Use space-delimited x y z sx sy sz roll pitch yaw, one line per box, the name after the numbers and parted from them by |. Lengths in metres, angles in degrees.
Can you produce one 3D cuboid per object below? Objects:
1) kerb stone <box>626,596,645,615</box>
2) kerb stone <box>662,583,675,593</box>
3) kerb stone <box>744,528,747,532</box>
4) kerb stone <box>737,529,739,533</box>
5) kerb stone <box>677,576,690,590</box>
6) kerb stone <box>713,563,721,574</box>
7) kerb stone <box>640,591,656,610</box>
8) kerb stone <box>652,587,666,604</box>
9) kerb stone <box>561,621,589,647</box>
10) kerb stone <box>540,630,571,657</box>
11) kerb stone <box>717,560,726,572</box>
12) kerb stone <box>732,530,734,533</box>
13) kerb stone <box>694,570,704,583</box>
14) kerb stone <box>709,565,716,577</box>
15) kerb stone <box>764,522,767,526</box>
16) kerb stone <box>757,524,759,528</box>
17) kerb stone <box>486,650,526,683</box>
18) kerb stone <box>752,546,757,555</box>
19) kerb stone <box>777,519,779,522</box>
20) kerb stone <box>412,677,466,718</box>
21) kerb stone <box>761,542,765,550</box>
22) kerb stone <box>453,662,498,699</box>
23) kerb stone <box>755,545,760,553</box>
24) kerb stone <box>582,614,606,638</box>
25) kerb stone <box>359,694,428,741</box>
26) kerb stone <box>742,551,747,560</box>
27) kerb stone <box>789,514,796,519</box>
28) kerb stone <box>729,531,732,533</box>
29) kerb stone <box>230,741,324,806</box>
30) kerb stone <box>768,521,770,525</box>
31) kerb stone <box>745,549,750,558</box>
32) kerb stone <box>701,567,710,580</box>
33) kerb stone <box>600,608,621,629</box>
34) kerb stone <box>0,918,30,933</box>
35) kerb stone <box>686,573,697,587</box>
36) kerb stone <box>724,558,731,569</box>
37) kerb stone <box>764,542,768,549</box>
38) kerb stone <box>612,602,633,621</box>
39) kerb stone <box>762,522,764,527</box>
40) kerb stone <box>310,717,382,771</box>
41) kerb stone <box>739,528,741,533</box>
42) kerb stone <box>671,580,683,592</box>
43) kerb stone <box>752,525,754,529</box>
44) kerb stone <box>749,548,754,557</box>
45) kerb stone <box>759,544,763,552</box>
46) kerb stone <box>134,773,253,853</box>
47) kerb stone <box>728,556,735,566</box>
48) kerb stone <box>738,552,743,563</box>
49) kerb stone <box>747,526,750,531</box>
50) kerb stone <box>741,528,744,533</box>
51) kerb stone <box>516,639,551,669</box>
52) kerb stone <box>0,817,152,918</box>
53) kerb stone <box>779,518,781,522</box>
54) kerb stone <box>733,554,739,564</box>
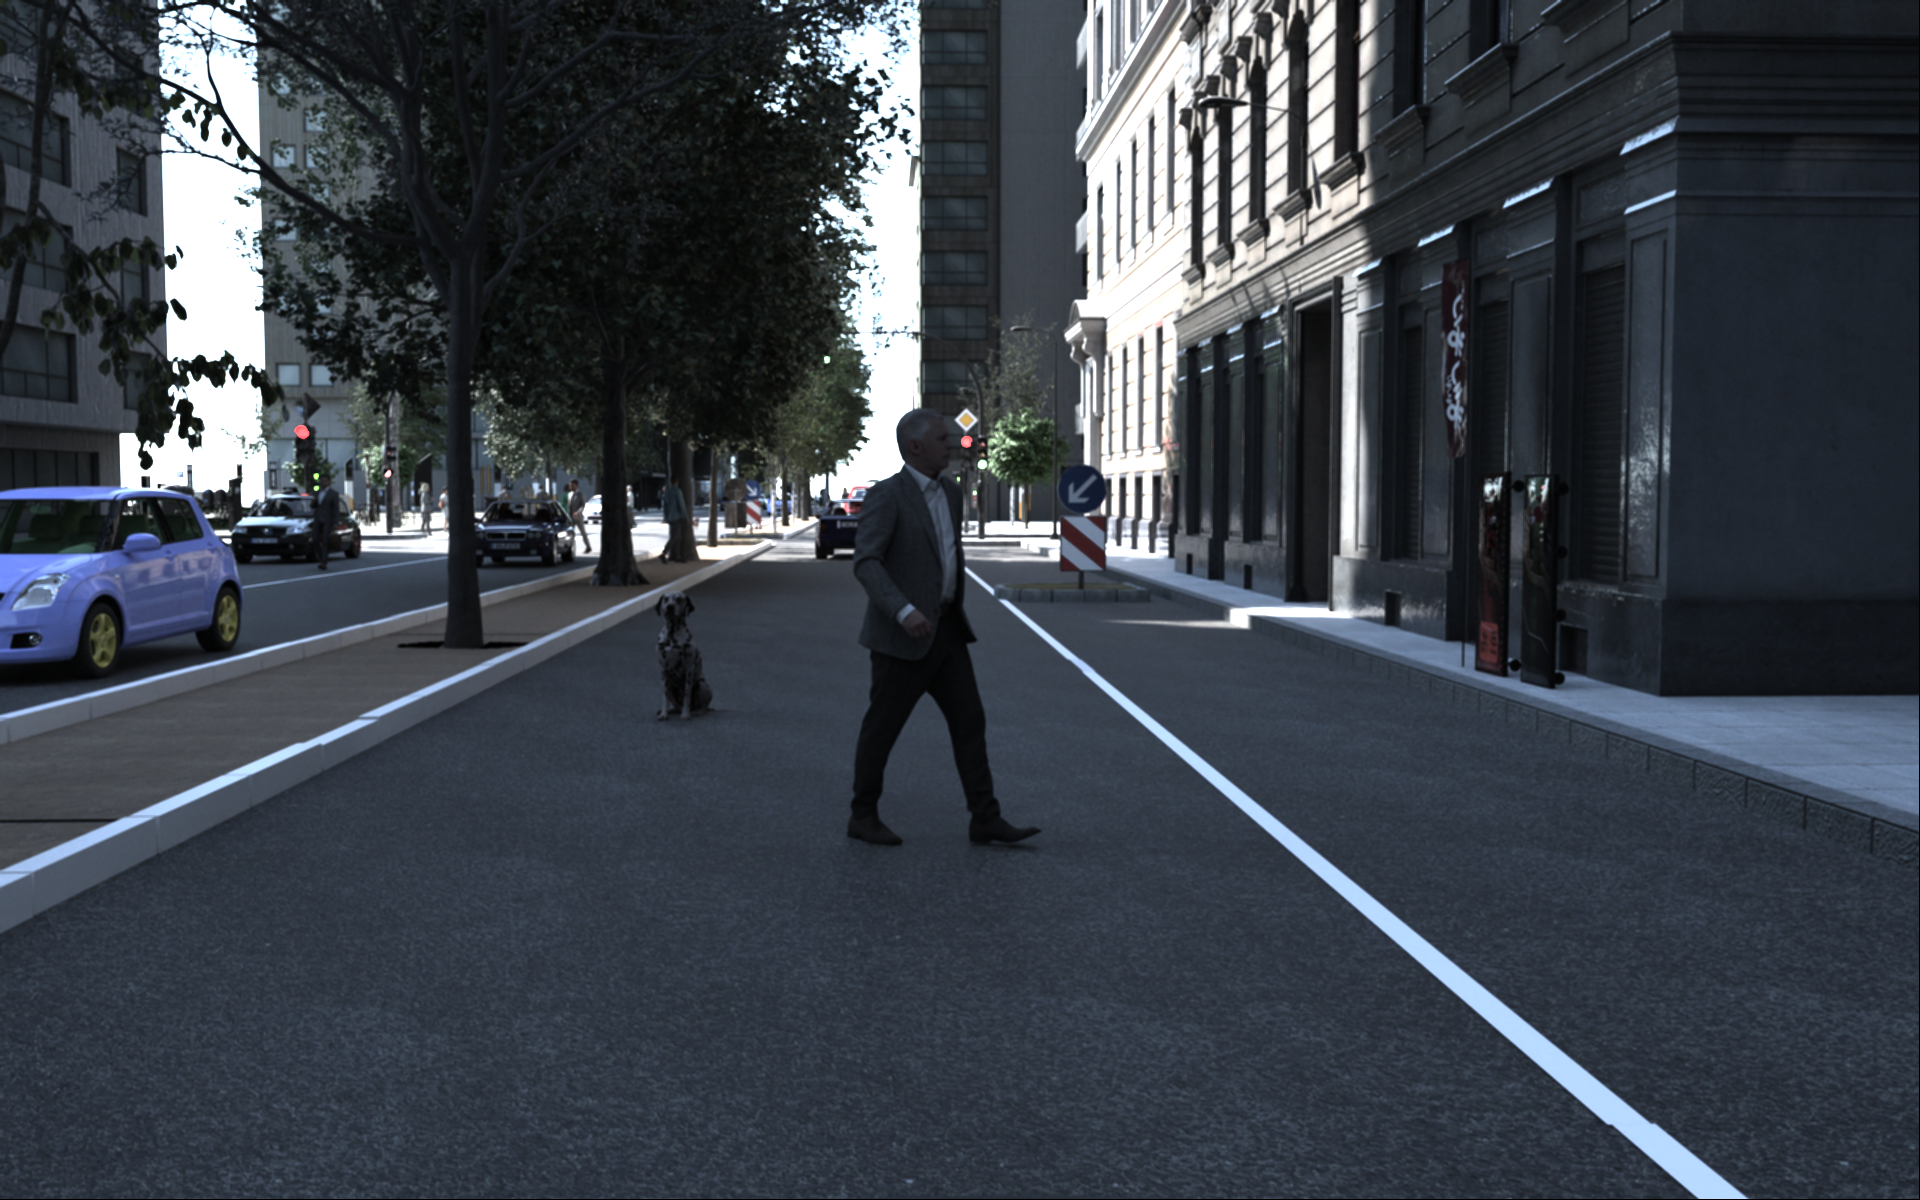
-3.929 0.090 20.728 0.120 0.150 1.000 0 4 -3 | kerb stone
-4.070 -0.098 23.804 0.120 0.150 1.000 0 4 -3 | kerb stone
-8.200 -2.627 65.208 0.120 0.150 1.000 0 4 -3 | kerb stone
-7.989 -2.381 61.118 0.120 0.150 1.000 0 4 -3 | kerb stone
-4.179 -0.224 25.854 0.120 0.150 1.000 0 4 -3 | kerb stone
-4.422 -0.527 30.983 0.120 0.150 1.000 0 4 -3 | kerb stone
-3.973 0.027 21.762 0.120 0.150 1.000 0 4 -3 | kerb stone
-4.025 -0.034 22.783 0.120 0.150 1.000 0 4 -3 | kerb stone
-3.728 0.340 16.632 0.120 0.150 1.000 0 4 -3 | kerb stone
-3.679 0.404 15.604 0.120 0.150 1.000 0 4 -3 | kerb stone
-4.469 -0.599 32.003 0.120 0.150 1.000 0 4 -3 | kerb stone
-7.893 -2.253 59.062 0.120 0.150 1.000 0 4 -3 | kerb stone
-4.277 -0.347 27.905 0.120 0.150 1.000 0 4 -3 | kerb stone
-4.376 -0.474 29.952 0.120 0.150 1.000 0 4 -3 | kerb stone
-8.746 -3.320 76.476 0.120 0.150 1.000 0 4 -3 | kerb stone
-8.489 -3.007 71.367 0.120 0.150 1.000 0 4 -3 | kerb stone
-3.583 0.528 13.556 0.120 0.150 1.000 0 4 -3 | kerb stone
-4.876 -1.101 40.203 0.120 0.150 1.000 0 4 -3 | kerb stone
-9.190 -3.883 85.677 0.120 0.150 1.000 0 4 -3 | kerb stone
-3.479 0.654 11.509 0.120 0.150 1.000 0 4 -3 | kerb stone
-5.020 -1.290 43.288 0.120 0.150 1.000 0 4 -3 | kerb stone
-3.531 0.594 12.534 0.120 0.150 1.000 0 4 -3 | kerb stone
-4.918 -1.163 41.229 0.120 0.150 1.000 0 4 -3 | kerb stone
-3.776 0.278 17.654 0.120 0.150 1.000 0 4 -3 | kerb stone
-3.431 0.716 10.488 0.120 0.150 1.000 0 4 -3 | kerb stone
-4.721 -0.910 37.139 0.120 0.150 1.000 0 4 -3 | kerb stone
-10.132 -5.072 105.155 0.120 0.150 1.000 0 4 -3 | kerb stone
-7.833 -2.191 58.028 0.120 0.150 1.000 0 4 -3 | kerb stone
-3.326 0.842 8.425 0.120 0.150 1.000 0 4 -3 | kerb stone
-8.840 -3.445 78.520 0.120 0.150 1.000 0 4 -3 | kerb stone
-4.773 -0.976 38.160 0.120 0.150 1.000 0 4 -3 | kerb stone
-4.325 -0.410 28.932 0.120 0.150 1.000 0 4 -3 | kerb stone
-3.823 0.221 18.676 0.120 0.150 1.000 0 4 -3 | kerb stone
-3.175 1.030 5.361 0.120 0.150 1.000 0 4 -3 | kerb stone
-4.229 -0.287 26.884 0.120 0.150 1.000 0 4 -3 | kerb stone
-4.522 -0.661 33.028 0.120 0.150 1.000 0 4 -3 | kerb stone
-5.072 -1.346 44.309 0.120 0.150 1.000 0 4 -3 | kerb stone
-3.880 0.152 19.704 0.120 0.150 1.000 0 4 -3 | kerb stone
-8.639 -3.194 74.432 0.120 0.150 1.000 0 4 -3 | kerb stone
-3.377 0.793 9.459 0.120 0.150 1.000 0 4 -3 | kerb stone
-8.045 -2.443 62.145 0.120 0.150 1.000 0 4 -3 | kerb stone
-4.130 -0.156 24.832 0.120 0.150 1.000 0 4 -3 | kerb stone
-8.338 -2.820 68.294 0.120 0.150 1.000 0 4 -3 | kerb stone
-4.822 -1.037 39.181 0.120 0.150 1.000 0 4 -3 | kerb stone
-4.969 -1.227 42.250 0.120 0.150 1.000 0 4 -3 | kerb stone
-3.276 0.905 7.403 0.120 0.150 1.000 0 4 -3 | kerb stone
-4.575 -0.725 34.055 0.120 0.150 1.000 0 4 -3 | kerb stone
-4.669 -0.850 36.100 0.120 0.150 1.000 0 4 -3 | kerb stone
-8.233 -2.691 66.229 0.120 0.150 1.000 0 4 -3 | kerb stone
-8.087 -2.505 63.166 0.120 0.150 1.000 0 4 -3 | kerb stone
-3.623 0.468 14.578 0.120 0.150 1.000 0 4 -3 | kerb stone
-3.230 0.967 6.382 0.120 0.150 1.000 0 4 -3 | kerb stone
-9.483 -4.258 91.814 0.120 0.150 1.000 0 4 -3 | kerb stone
-4.625 -0.788 35.076 0.120 0.150 1.000 0 4 -3 | kerb stone
